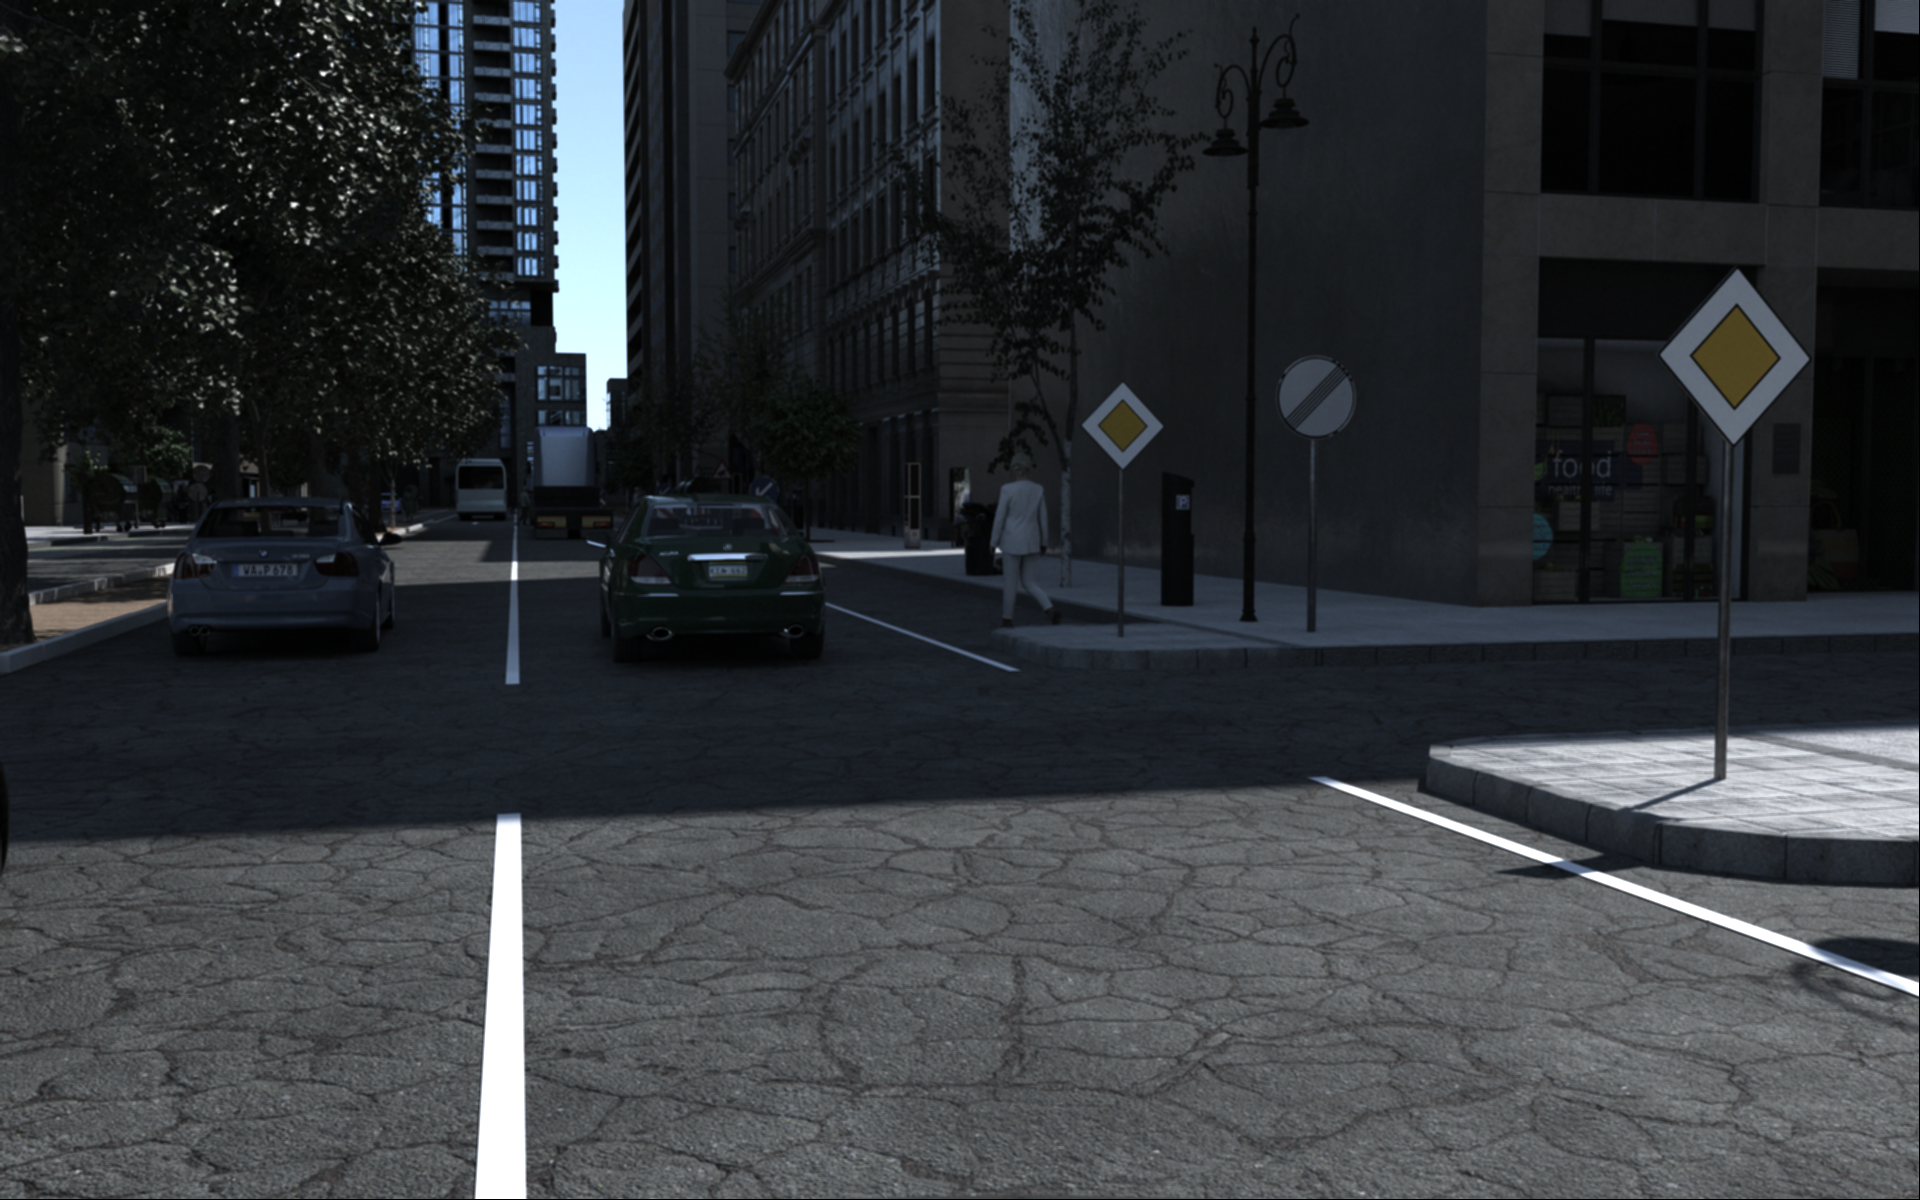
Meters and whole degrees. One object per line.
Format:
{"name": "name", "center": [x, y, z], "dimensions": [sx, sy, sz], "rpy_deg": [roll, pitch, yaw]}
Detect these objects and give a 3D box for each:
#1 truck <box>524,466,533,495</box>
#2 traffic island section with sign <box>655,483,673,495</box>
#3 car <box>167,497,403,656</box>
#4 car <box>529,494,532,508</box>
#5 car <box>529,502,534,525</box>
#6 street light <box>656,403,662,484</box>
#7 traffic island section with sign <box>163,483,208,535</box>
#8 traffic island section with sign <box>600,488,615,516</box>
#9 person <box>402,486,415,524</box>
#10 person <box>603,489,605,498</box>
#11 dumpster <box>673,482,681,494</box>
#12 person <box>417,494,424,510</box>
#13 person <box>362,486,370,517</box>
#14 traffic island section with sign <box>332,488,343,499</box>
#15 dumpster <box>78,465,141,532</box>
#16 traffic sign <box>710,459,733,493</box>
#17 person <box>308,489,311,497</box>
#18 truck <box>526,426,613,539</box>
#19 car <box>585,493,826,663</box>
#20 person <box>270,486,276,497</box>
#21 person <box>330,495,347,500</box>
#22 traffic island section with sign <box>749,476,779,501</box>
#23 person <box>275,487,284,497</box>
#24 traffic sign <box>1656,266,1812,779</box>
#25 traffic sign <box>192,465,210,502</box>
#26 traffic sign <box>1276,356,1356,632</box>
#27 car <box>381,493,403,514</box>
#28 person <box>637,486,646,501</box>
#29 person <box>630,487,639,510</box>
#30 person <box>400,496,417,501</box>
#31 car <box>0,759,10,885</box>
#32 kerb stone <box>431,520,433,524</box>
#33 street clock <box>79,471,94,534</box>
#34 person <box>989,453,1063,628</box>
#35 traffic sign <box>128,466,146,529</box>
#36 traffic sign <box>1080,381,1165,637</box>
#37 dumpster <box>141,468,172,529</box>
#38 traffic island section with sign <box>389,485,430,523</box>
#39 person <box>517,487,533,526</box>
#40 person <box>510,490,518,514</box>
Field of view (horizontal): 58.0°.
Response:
{"name": "truck", "center": [-37.234, -10.023, 153.637], "dimensions": [2.967, 4.110, 18.799], "rpy_deg": [-1, 4, -14]}
{"name": "traffic island section with sign", "center": [-11.352, -3.481, 65.541], "dimensions": [1.989, 1.847, 2.006], "rpy_deg": [-1, 4, -14]}
{"name": "car", "center": [-6.471, -0.292, 16.776], "dimensions": [2.014, 1.417, 4.499], "rpy_deg": [-1, 4, -15]}
{"name": "car", "center": [-33.610, -7.659, 137.225], "dimensions": [2.014, 1.417, 4.499], "rpy_deg": [-1, 4, -14]}
{"name": "car", "center": [-19.086, -4.209, 80.617], "dimensions": [2.131, 1.459, 4.920], "rpy_deg": [-1, 4, -14]}
{"name": "street light", "center": [-15.257, -7.070, 88.385], "dimensions": [0.468, 5.910, 1.993], "rpy_deg": [-1, 4, -14]}
{"name": "traffic island section with sign", "center": [-27.079, -3.234, 61.498], "dimensions": [1.989, 1.847, 2.006], "rpy_deg": [-1, 4, -14]}
{"name": "traffic island section with sign", "center": [-23.866, -6.465, 114.330], "dimensions": [1.989, 1.847, 2.006], "rpy_deg": [-1, 4, -14]}
{"name": "person", "center": [-26.376, -4.534, 82.880], "dimensions": [0.600, 1.795, 0.529], "rpy_deg": [-2, 4, -28]}
{"name": "person", "center": [-24.513, -6.744, 118.762], "dimensions": [0.705, 1.824, 1.348], "rpy_deg": [0, 4, -8]}
{"name": "dumpster", "center": [-11.637, -4.208, 74.566], "dimensions": [1.264, 1.857, 1.865], "rpy_deg": [-1, 4, -14]}
{"name": "person", "center": [-47.506, -8.611, 152.528], "dimensions": [0.697, 1.427, 0.421], "rpy_deg": [-2, 4, -34]}
{"name": "person", "center": [-27.210, -4.341, 79.442], "dimensions": [0.573, 1.828, 0.580], "rpy_deg": [1, 4, 14]}
{"name": "traffic island section with sign", "center": [-39.533, -6.208, 110.135], "dimensions": [1.989, 1.847, 2.006], "rpy_deg": [-1, 4, -14]}
{"name": "dumpster", "center": [-28.886, -3.438, 58.701], "dimensions": [1.502, 2.255, 1.985], "rpy_deg": [-1, 4, -14]}
{"name": "traffic sign", "center": [-8.794, -3.919, 64.075], "dimensions": [0.884, 2.594, 0.081], "rpy_deg": [-1, 4, -12]}
{"name": "person", "center": [-30.626, -4.428, 81.902], "dimensions": [0.512, 1.701, 0.522], "rpy_deg": [-1, 4, -9]}
{"name": "truck", "center": [-14.380, -4.508, 63.457], "dimensions": [2.967, 4.110, 18.799], "rpy_deg": [-1, 4, -14]}
{"name": "car", "center": [-2.421, -0.276, 16.315], "dimensions": [2.131, 1.459, 4.920], "rpy_deg": [-1, 4, -13]}
{"name": "person", "center": [-31.572, -4.314, 79.373], "dimensions": [0.599, 1.781, 0.374], "rpy_deg": [0, 4, -2]}
{"name": "person", "center": [-40.349, -6.345, 112.251], "dimensions": [1.348, 1.824, 0.705], "rpy_deg": [-3, 5, -42]}
{"name": "traffic island section with sign", "center": [-4.665, -1.884, 39.426], "dimensions": [1.989, 1.847, 2.006], "rpy_deg": [-1, 4, -14]}
{"name": "person", "center": [-29.093, -3.957, 73.940], "dimensions": [0.466, 1.731, 0.760], "rpy_deg": [-1, 4, -17]}
{"name": "traffic sign", "center": [3.423, -0.251, 7.742], "dimensions": [0.795, 2.450, 0.064], "rpy_deg": [-1, 4, -14]}
{"name": "traffic sign", "center": [-32.921, -4.592, 75.188], "dimensions": [0.768, 2.556, 0.104], "rpy_deg": [-1, 4, -8]}
{"name": "traffic sign", "center": [3.273, -0.976, 16.056], "dimensions": [0.768, 2.556, 0.104], "rpy_deg": [-1, 4, -9]}
{"name": "car", "center": [-41.328, -7.078, 125.314], "dimensions": [1.945, 1.707, 3.694], "rpy_deg": [-1, 4, -15]}
{"name": "person", "center": [-14.379, -4.248, 78.060], "dimensions": [0.767, 1.812, 0.694], "rpy_deg": [1, 4, 21]}
{"name": "person", "center": [-15.547, -4.551, 83.387], "dimensions": [0.782, 1.767, 0.515], "rpy_deg": [2, 4, 30]}
{"name": "person", "center": [-38.943, -6.926, 122.454], "dimensions": [1.217, 1.743, 0.721], "rpy_deg": [-1, 4, -14]}
{"name": "car", "center": [-3.465, 0.372, 3.703], "dimensions": [2.009, 1.686, 4.222], "rpy_deg": [-1, 4, -13]}
{"name": "kerb stone", "center": [-24.825, -3.588, 80.861], "dimensions": [0.120, 0.150, 1.000], "rpy_deg": [-1, 4, -14]}
{"name": "street clock", "center": [-27.741, -3.087, 55.043], "dimensions": [0.471, 2.002, 0.358], "rpy_deg": [2, 4, 28]}
{"name": "person", "center": [0.656, -0.548, 17.346], "dimensions": [0.818, 1.842, 0.514], "rpy_deg": [3, 5, 41]}
{"name": "traffic sign", "center": [-29.895, -3.718, 62.914], "dimensions": [0.606, 2.300, 0.079], "rpy_deg": [0, 4, -7]}
{"name": "traffic sign", "center": [1.440, -0.724, 15.478], "dimensions": [0.795, 2.450, 0.064], "rpy_deg": [-1, 4, -14]}
{"name": "dumpster", "center": [-30.243, -3.782, 64.331], "dimensions": [1.502, 2.255, 1.985], "rpy_deg": [-1, 4, -14]}
{"name": "traffic island section with sign", "center": [-27.101, -4.730, 85.477], "dimensions": [2.006, 1.907, 1.989], "rpy_deg": [-1, 4, -14]}
{"name": "person", "center": [-19.403, -4.181, 77.339], "dimensions": [0.782, 1.767, 0.515], "rpy_deg": [3, 5, 42]}
{"name": "person", "center": [-32.271, -7.087, 125.286], "dimensions": [0.530, 1.710, 0.541], "rpy_deg": [-1, 4, -12]}
